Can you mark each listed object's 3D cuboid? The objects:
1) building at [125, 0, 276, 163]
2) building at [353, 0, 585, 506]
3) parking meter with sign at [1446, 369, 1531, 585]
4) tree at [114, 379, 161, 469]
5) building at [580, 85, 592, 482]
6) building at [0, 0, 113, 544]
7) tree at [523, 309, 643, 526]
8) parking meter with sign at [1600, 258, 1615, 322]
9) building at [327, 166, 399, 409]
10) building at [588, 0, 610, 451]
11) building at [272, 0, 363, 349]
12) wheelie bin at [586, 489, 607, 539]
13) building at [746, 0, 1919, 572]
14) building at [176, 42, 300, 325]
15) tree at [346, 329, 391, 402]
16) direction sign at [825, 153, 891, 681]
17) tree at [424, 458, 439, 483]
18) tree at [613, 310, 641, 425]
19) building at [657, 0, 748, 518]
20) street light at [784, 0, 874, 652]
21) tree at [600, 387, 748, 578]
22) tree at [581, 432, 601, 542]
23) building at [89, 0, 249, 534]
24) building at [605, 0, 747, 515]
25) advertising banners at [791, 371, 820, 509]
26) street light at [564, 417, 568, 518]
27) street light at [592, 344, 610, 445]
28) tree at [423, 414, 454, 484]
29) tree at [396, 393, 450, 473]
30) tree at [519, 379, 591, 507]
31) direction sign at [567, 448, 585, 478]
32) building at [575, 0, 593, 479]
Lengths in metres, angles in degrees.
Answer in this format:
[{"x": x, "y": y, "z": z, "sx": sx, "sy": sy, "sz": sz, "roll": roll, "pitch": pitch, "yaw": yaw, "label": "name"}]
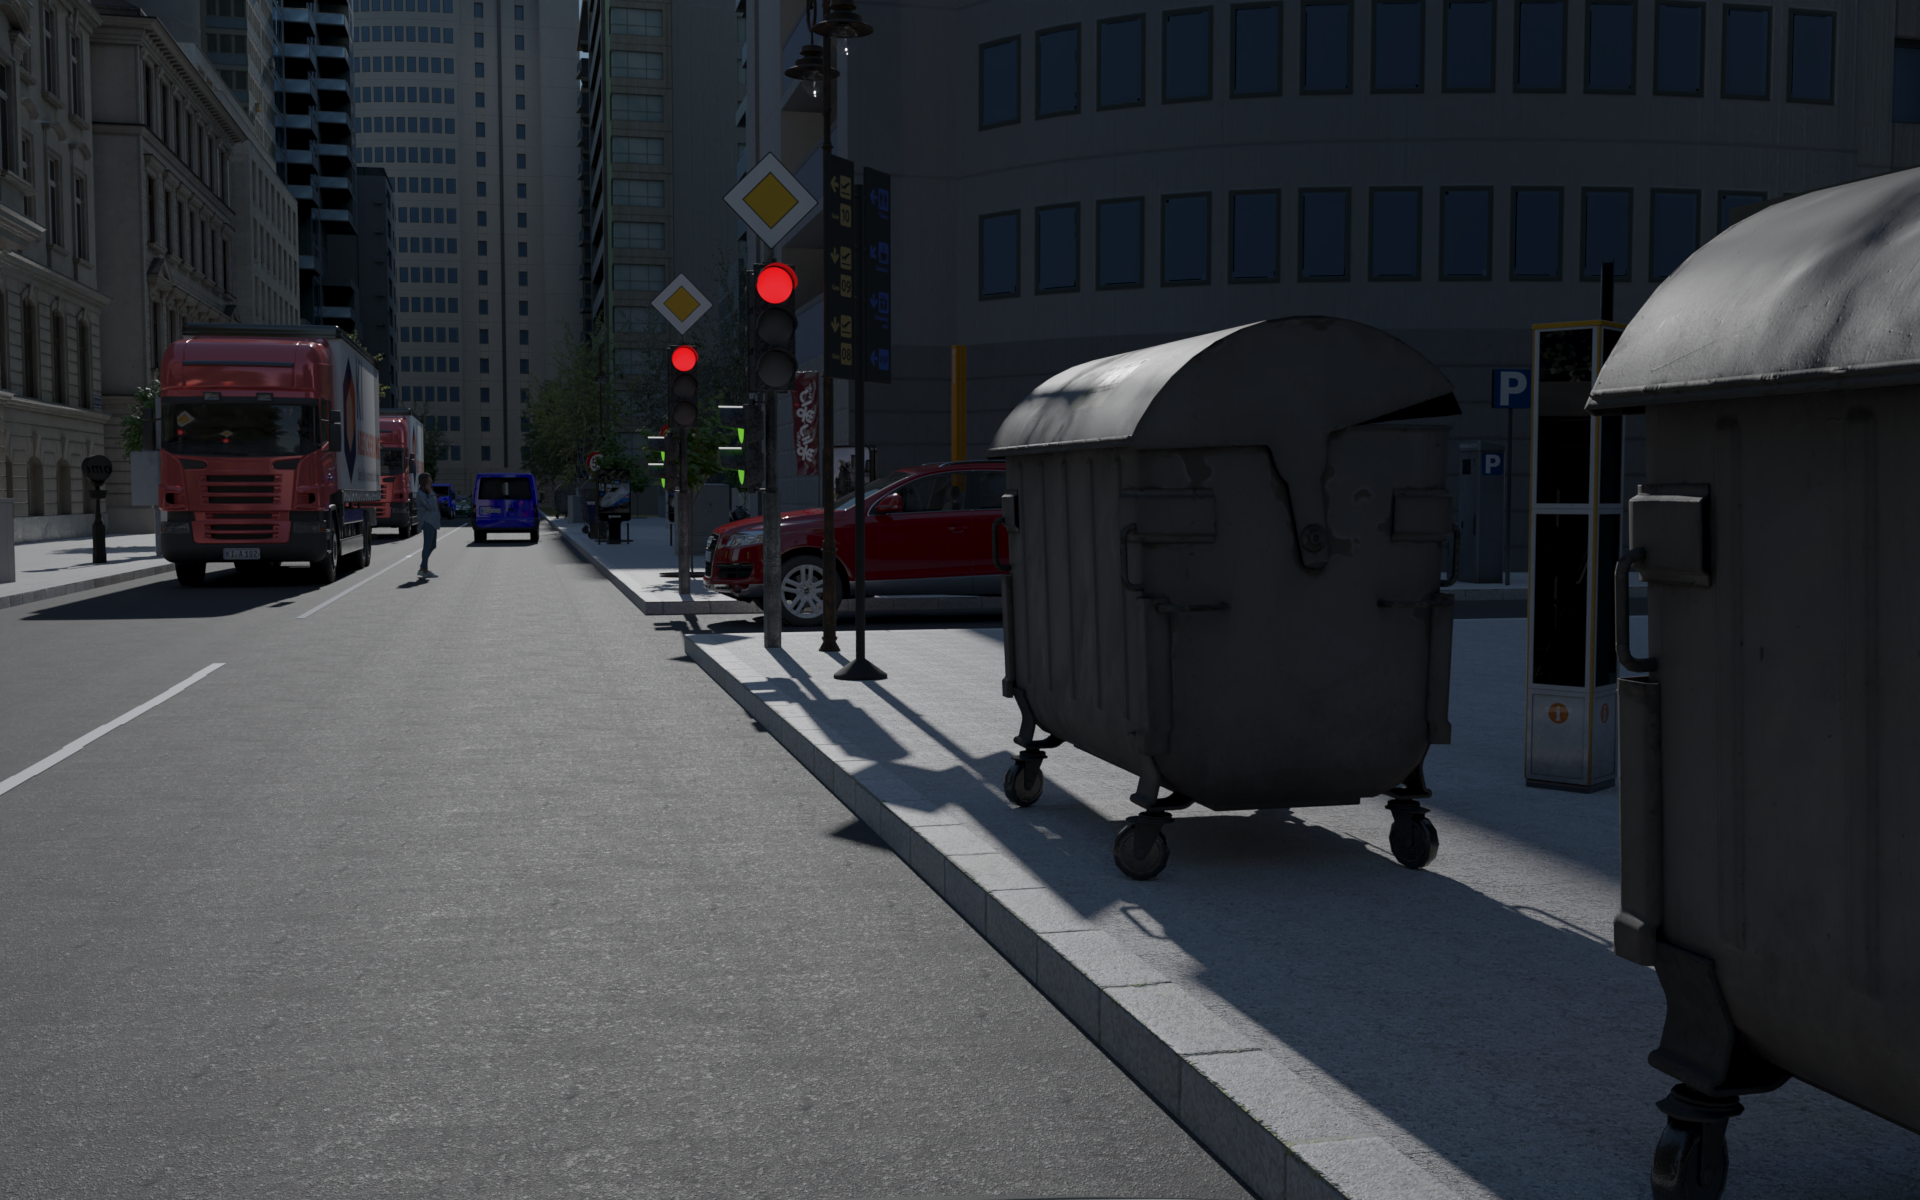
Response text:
[{"x": -53.286, "y": -24.954, "z": 99.871, "sx": 32.217, "sy": 40.220, "sz": 23.993, "roll": -1, "pitch": 4, "yaw": -14, "label": "building"}, {"x": -55.264, "y": -39.383, "z": 185.910, "sx": 28.212, "sy": 58.520, "sz": 21.231, "roll": -1, "pitch": 4, "yaw": -14, "label": "building"}, {"x": 7.564, "y": -1.761, "z": 25.046, "sx": 0.543, "sy": 3.016, "sz": 1.738, "roll": -1, "pitch": 4, "yaw": -9, "label": "parking meter with sign"}, {"x": -20.148, "y": -3.748, "z": 44.997, "sx": 4.285, "sy": 4.588, "sz": 4.351, "roll": 0, "pitch": 3, "yaw": 0, "label": "tree"}, {"x": -33.772, "y": -32.889, "z": 187.839, "sx": 14.200, "sy": 45.320, "sz": 14.600, "roll": -1, "pitch": 4, "yaw": -14, "label": "building"}, {"x": -27.590, "y": -13.270, "z": 36.048, "sx": 14.460, "sy": 24.649, "sz": 34.723, "roll": -1, "pitch": 4, "yaw": -14, "label": "building"}, {"x": -14.880, "y": -7.299, "z": 69.708, "sx": 4.737, "sy": 8.622, "sz": 4.395, "roll": 0, "pitch": 3, "yaw": 0, "label": "tree"}, {"x": 5.646, "y": -1.013, "z": 12.829, "sx": 1.738, "sy": 3.016, "sz": 0.543, "roll": 1, "pitch": 4, "yaw": 20, "label": "parking meter with sign"}, {"x": -57.522, "y": -23.382, "z": 153.989, "sx": 14.107, "sy": 30.474, "sz": 14.160, "roll": -1, "pitch": 4, "yaw": -14, "label": "building"}, {"x": -16.423, "y": -30.961, "z": 129.917, "sx": 21.300, "sy": 48.544, "sz": 21.600, "roll": -1, "pitch": 4, "yaw": -14, "label": "building"}, {"x": -55.286, "y": -49.791, "z": 126.746, "sx": 22.319, "sy": 86.520, "sz": 31.000, "roll": -1, "pitch": 4, "yaw": -14, "label": "building"}, {"x": -10.205, "y": -2.529, "z": 49.262, "sx": 0.693, "sy": 1.594, "sz": 0.980, "roll": -3, "pitch": 4, "yaw": -36, "label": "wheelie bin"}, {"x": 10.464, "y": -30.288, "z": 37.206, "sx": 28.212, "sy": 58.520, "sz": 21.231, "roll": -1, "pitch": 4, "yaw": -14, "label": "building"}, {"x": -37.449, "y": -13.845, "z": 81.115, "sx": 10.420, "sy": 20.320, "sz": 16.860, "roll": -1, "pitch": 4, "yaw": -14, "label": "building"}, {"x": -27.504, "y": -7.731, "z": 76.771, "sx": 4.360, "sy": 8.622, "sz": 3.978, "roll": 0, "pitch": 3, "yaw": 0, "label": "tree"}, {"x": -0.694, "y": -1.222, "z": 11.984, "sx": 0.379, "sy": 3.537, "sz": 0.876, "roll": 2, "pitch": 4, "yaw": 26, "label": "direction sign"}, {"x": -42.053, "y": -9.202, "z": 134.167, "sx": 4.285, "sy": 4.588, "sz": 4.351, "roll": 0, "pitch": 3, "yaw": 0, "label": "tree"}, {"x": -10.829, "y": -6.957, "z": 64.113, "sx": 4.360, "sy": 8.622, "sz": 3.978, "roll": 0, "pitch": 3, "yaw": 0, "label": "tree"}, {"x": -2.285, "y": -47.068, "z": 82.233, "sx": 22.319, "sy": 86.520, "sz": 31.000, "roll": -1, "pitch": 4, "yaw": -14, "label": "building"}, {"x": -1.067, "y": -2.520, "z": 13.984, "sx": 0.468, "sy": 5.910, "sz": 1.993, "roll": -1, "pitch": 4, "yaw": -14, "label": "street light"}, {"x": -4.309, "y": -1.981, "z": 26.985, "sx": 1.663, "sy": 3.219, "sz": 1.824, "roll": 0, "pitch": 3, "yaw": 0, "label": "tree"}, {"x": -9.397, "y": -3.167, "z": 46.374, "sx": 1.663, "sy": 3.219, "sz": 1.824, "roll": 0, "pitch": 3, "yaw": 0, "label": "tree"}, {"x": -32.749, "y": -12.126, "z": 62.894, "sx": 10.561, "sy": 19.102, "sz": 19.286, "roll": -1, "pitch": 4, "yaw": -14, "label": "building"}, {"x": -15.709, "y": -26.193, "z": 111.856, "sx": 14.154, "sy": 41.232, "sz": 14.086, "roll": -1, "pitch": 4, "yaw": -14, "label": "building"}, {"x": -1.569, "y": -1.731, "z": 24.489, "sx": 2.074, "sy": 3.025, "sz": 0.090, "roll": 2, "pitch": 4, "yaw": 30, "label": "advertising banners"}, {"x": -21.542, "y": -7.449, "z": 94.580, "sx": 0.468, "sy": 5.910, "sz": 1.993, "roll": -1, "pitch": 4, "yaw": -14, "label": "street light"}, {"x": -11.043, "y": -4.927, "z": 53.337, "sx": 0.468, "sy": 5.910, "sz": 1.993, "roll": -1, "pitch": 4, "yaw": -14, "label": "street light"}, {"x": -48.497, "y": -12.723, "z": 158.386, "sx": 4.360, "sy": 8.622, "sz": 3.978, "roll": 0, "pitch": 3, "yaw": 0, "label": "tree"}, {"x": -39.925, "y": -10.820, "z": 127.268, "sx": 4.737, "sy": 8.622, "sz": 4.395, "roll": 0, "pitch": 3, "yaw": 0, "label": "tree"}, {"x": -39.641, "y": -15.438, "z": 170.540, "sx": 7.486, "sy": 12.596, "sz": 7.792, "roll": 0, "pitch": 3, "yaw": 0, "label": "tree"}, {"x": -18.899, "y": -5.711, "z": 85.378, "sx": 0.876, "sy": 3.537, "sz": 0.379, "roll": 0, "pitch": 4, "yaw": 6, "label": "direction sign"}, {"x": -22.671, "y": -30.599, "z": 154.923, "sx": 22.147, "sy": 44.769, "sz": 28.867, "roll": -1, "pitch": 4, "yaw": -14, "label": "building"}]
